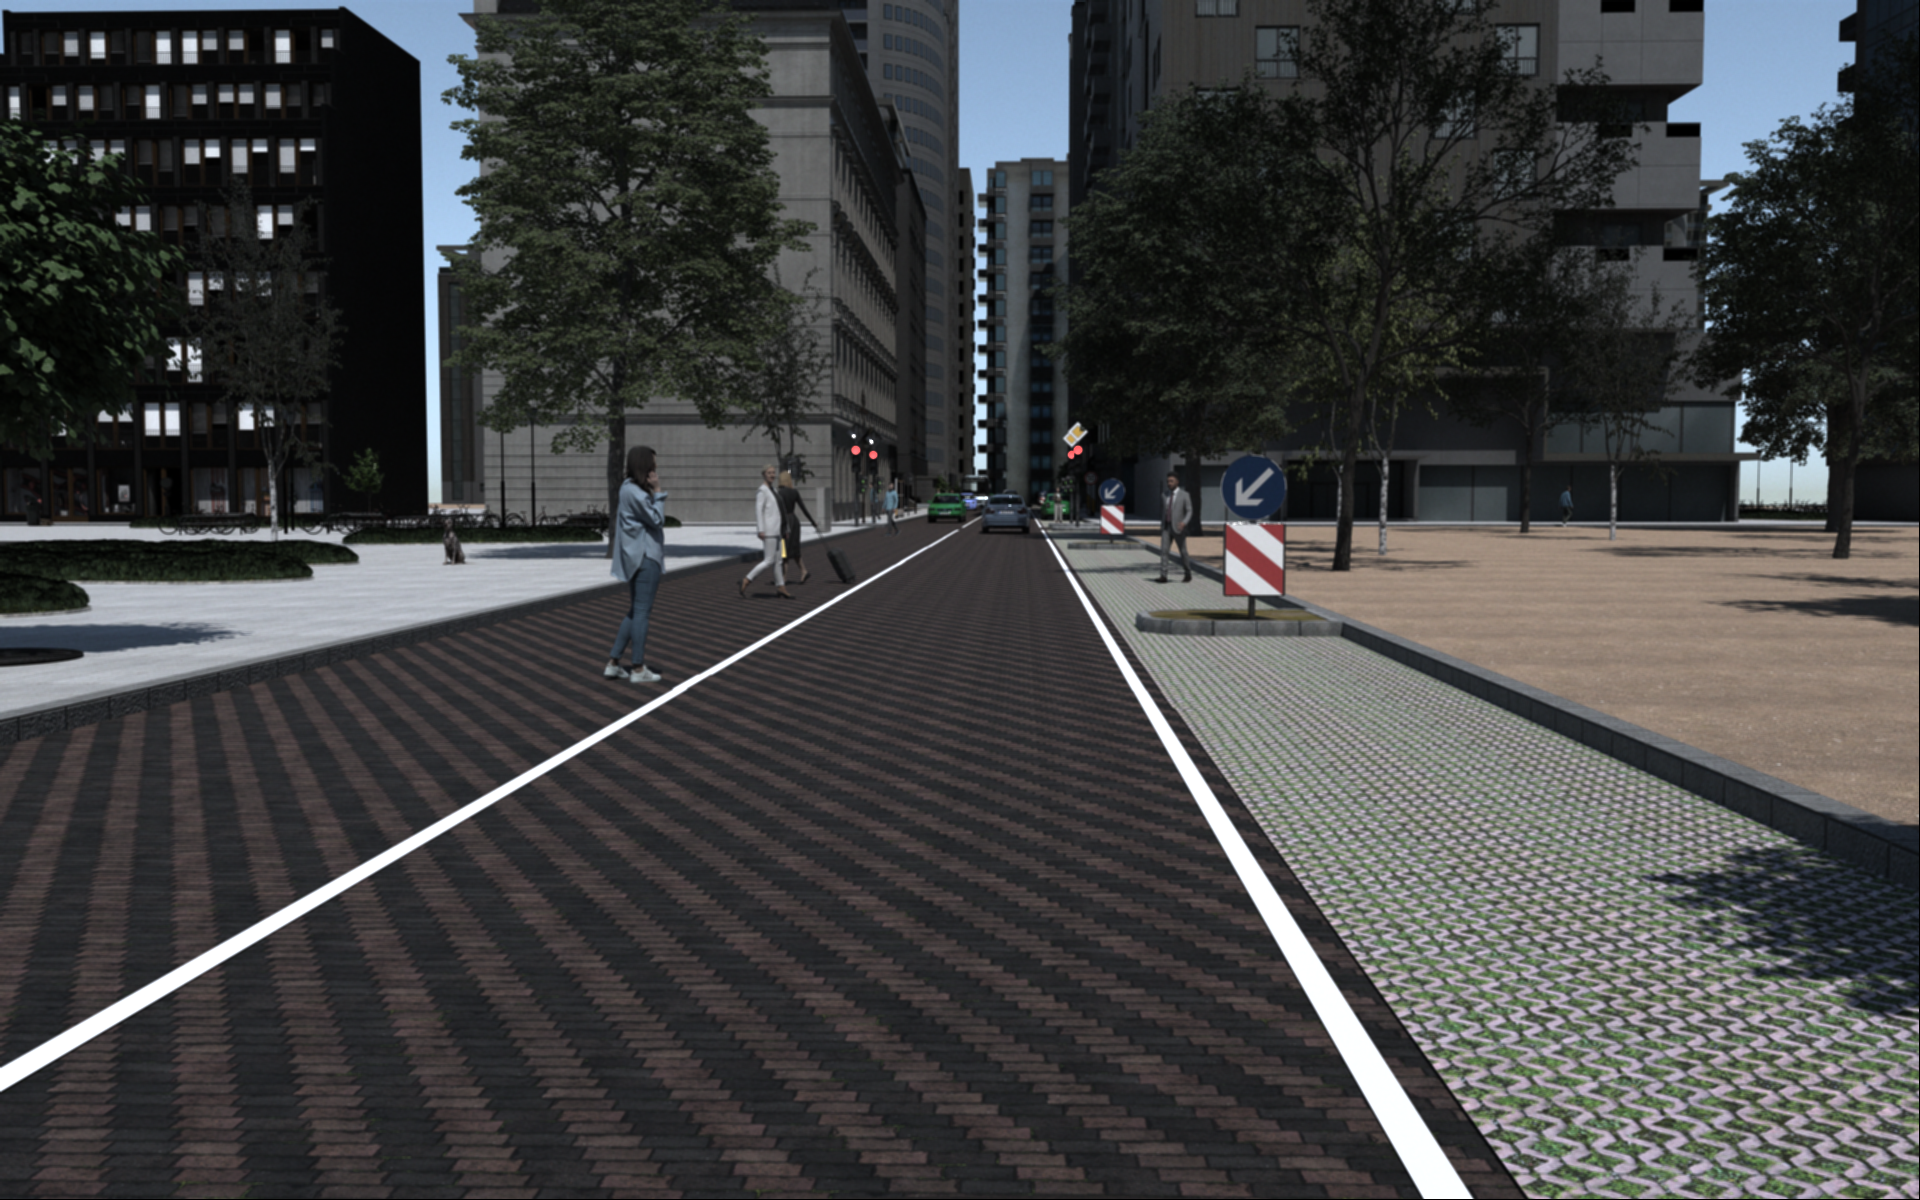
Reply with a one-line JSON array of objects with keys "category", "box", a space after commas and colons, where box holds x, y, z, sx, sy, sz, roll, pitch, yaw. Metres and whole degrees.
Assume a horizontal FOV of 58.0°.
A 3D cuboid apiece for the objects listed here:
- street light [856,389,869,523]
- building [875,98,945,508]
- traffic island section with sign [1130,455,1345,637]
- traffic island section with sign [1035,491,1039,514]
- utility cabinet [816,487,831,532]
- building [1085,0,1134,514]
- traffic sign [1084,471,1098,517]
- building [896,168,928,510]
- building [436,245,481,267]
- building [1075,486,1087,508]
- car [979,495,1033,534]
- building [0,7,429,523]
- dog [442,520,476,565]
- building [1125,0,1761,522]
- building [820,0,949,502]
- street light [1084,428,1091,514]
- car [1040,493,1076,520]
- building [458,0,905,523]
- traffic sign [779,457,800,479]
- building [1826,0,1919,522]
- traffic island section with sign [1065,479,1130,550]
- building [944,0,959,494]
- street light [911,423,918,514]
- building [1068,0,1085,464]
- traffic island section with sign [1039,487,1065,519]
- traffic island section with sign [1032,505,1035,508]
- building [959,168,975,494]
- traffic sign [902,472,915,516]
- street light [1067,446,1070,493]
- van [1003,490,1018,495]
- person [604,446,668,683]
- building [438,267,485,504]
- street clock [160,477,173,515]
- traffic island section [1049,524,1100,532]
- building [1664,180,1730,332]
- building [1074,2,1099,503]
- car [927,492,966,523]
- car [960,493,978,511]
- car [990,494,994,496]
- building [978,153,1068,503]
[{"category": "street light", "box": [-4.233, -6.309, 75.940, 0.468, 5.910, 1.993, 0, 4, 2]}, {"category": "building", "box": [-17.720, -28.825, 163.171, 32.217, 40.220, 23.993, 0, 4, 2]}, {"category": "traffic island section with sign", "box": [2.883, -0.589, 18.251, 1.989, 1.847, 2.006, 0, 4, 2]}, {"category": "traffic island section with sign", "box": [6.672, -7.228, 126.804, 1.989, 1.847, 2.006, 0, 4, 2]}, {"category": "utility cabinet", "box": [-4.569, -3.009, 57.869, 0.318, 1.500, 1.173, 0, 4, 6]}, {"category": "building", "box": [20.267, -30.805, 123.264, 23.786, 49.044, 30.456, 0, 4, 2]}, {"category": "traffic sign", "box": [7.283, -5.888, 96.368, 0.768, 2.556, 0.104, 0, 4, 3]}, {"category": "building", "box": [-10.178, -20.747, 132.718, 14.314, 27.812, 24.014, 0, 4, 2]}, {"category": "building", "box": [-60.473, -34.286, 252.461, 23.993, 40.220, 32.217, 0, 4, 2]}, {"category": "building", "box": [27.275, -28.846, 163.509, 32.217, 40.220, 23.993, 0, 4, 2]}, {"category": "car", "box": [1.690, -3.184, 64.061, 2.014, 1.417, 4.499, 0, 4, 1]}, {"category": "building", "box": [-35.731, -15.520, 83.434, 15.834, 23.373, 12.332, 0, 4, 2]}, {"category": "dog", "box": [-9.169, -1.062, 31.738, 0.800, 0.831, 0.513, -3, 5, -42]}, {"category": "building", "box": [22.349, -30.587, 89.338, 27.495, 52.752, 28.713, 0, 4, 2]}, {"category": "building", "box": [-12.350, -39.628, 189.908, 21.231, 58.520, 28.212, 0, 4, 2]}, {"category": "street light", "box": [8.215, -8.490, 111.601, 0.468, 5.910, 1.993, 0, 4, 2]}, {"category": "car", "box": [5.361, -5.261, 94.814, 1.959, 1.807, 4.718, 0, 4, 0]}, {"category": "building", "box": [-12.888, -19.708, 98.633, 17.030, 29.872, 44.131, 0, 4, 2]}, {"category": "traffic sign", "box": [-4.763, -2.833, 48.445, 0.606, 2.300, 0.079, 1, 4, 10]}, {"category": "building", "box": [50.869, -26.274, 79.690, 14.200, 45.320, 14.600, 0, 4, 2]}, {"category": "traffic island section with sign", "box": [3.822, -2.238, 45.217, 1.989, 1.847, 2.006, 0, 4, 2]}, {"category": "building", "box": [-10.728, -47.491, 214.729, 20.611, 71.187, 20.563, 0, 4, 2]}, {"category": "street light", "box": [-2.910, -8.592, 113.260, 0.468, 5.910, 1.993, 0, 4, 2]}, {"category": "building", "box": [23.670, -40.848, 209.861, 21.231, 58.520, 28.212, 0, 4, 2]}, {"category": "traffic island section with sign", "box": [5.731, -5.580, 99.865, 1.989, 1.847, 2.006, 0, 4, 2]}, {"category": "traffic island section with sign", "box": [8.448, -10.332, 177.562, 1.989, 1.847, 2.006, 0, 4, 2]}, {"category": "building", "box": [-8.823, -37.988, 244.800, 21.600, 48.544, 21.300, 0, 4, 2]}, {"category": "traffic sign", "box": [-2.987, -6.134, 100.402, 0.768, 2.556, 0.104, 0, 4, 3]}, {"category": "street light", "box": [9.421, -10.812, 149.563, 0.468, 5.910, 1.993, 0, 4, 2]}, {"category": "van", "box": [4.944, -9.989, 170.335, 2.013, 2.044, 4.112, 0, 4, 2]}, {"category": "person", "box": [-2.475, -0.272, 13.207, 0.793, 1.790, 0.793, 2, 4, 35]}, {"category": "building", "box": [-57.215, -27.457, 220.617, 14.107, 30.474, 14.160, 0, 4, 2]}, {"category": "street clock", "box": [-34.664, -4.351, 75.711, 0.471, 2.002, 0.358, 0, 4, -7]}, {"category": "traffic island section", "box": [4.586, -2.754, 67.301, 2.009, 0.180, 2.903, 0, 4, 2]}, {"category": "building", "box": [73.293, -31.495, 206.822, 23.993, 40.220, 32.217, 0, 4, 2]}, {"category": "building", "box": [21.650, -45.675, 185.034, 20.563, 71.187, 20.611, 0, 4, 2]}, {"category": "car", "box": [-0.648, -4.820, 87.610, 1.959, 1.807, 4.718, 0, 4, 3]}, {"category": "car", "box": [0.595, -8.525, 148.970, 1.945, 1.707, 3.694, 0, 4, 2]}, {"category": "car", "box": [3.787, -13.211, 224.802, 1.959, 1.807, 4.718, 0, 4, 3]}, {"category": "building", "box": [17.859, -38.303, 245.865, 30.456, 49.044, 23.786, 0, 4, 2]}]
